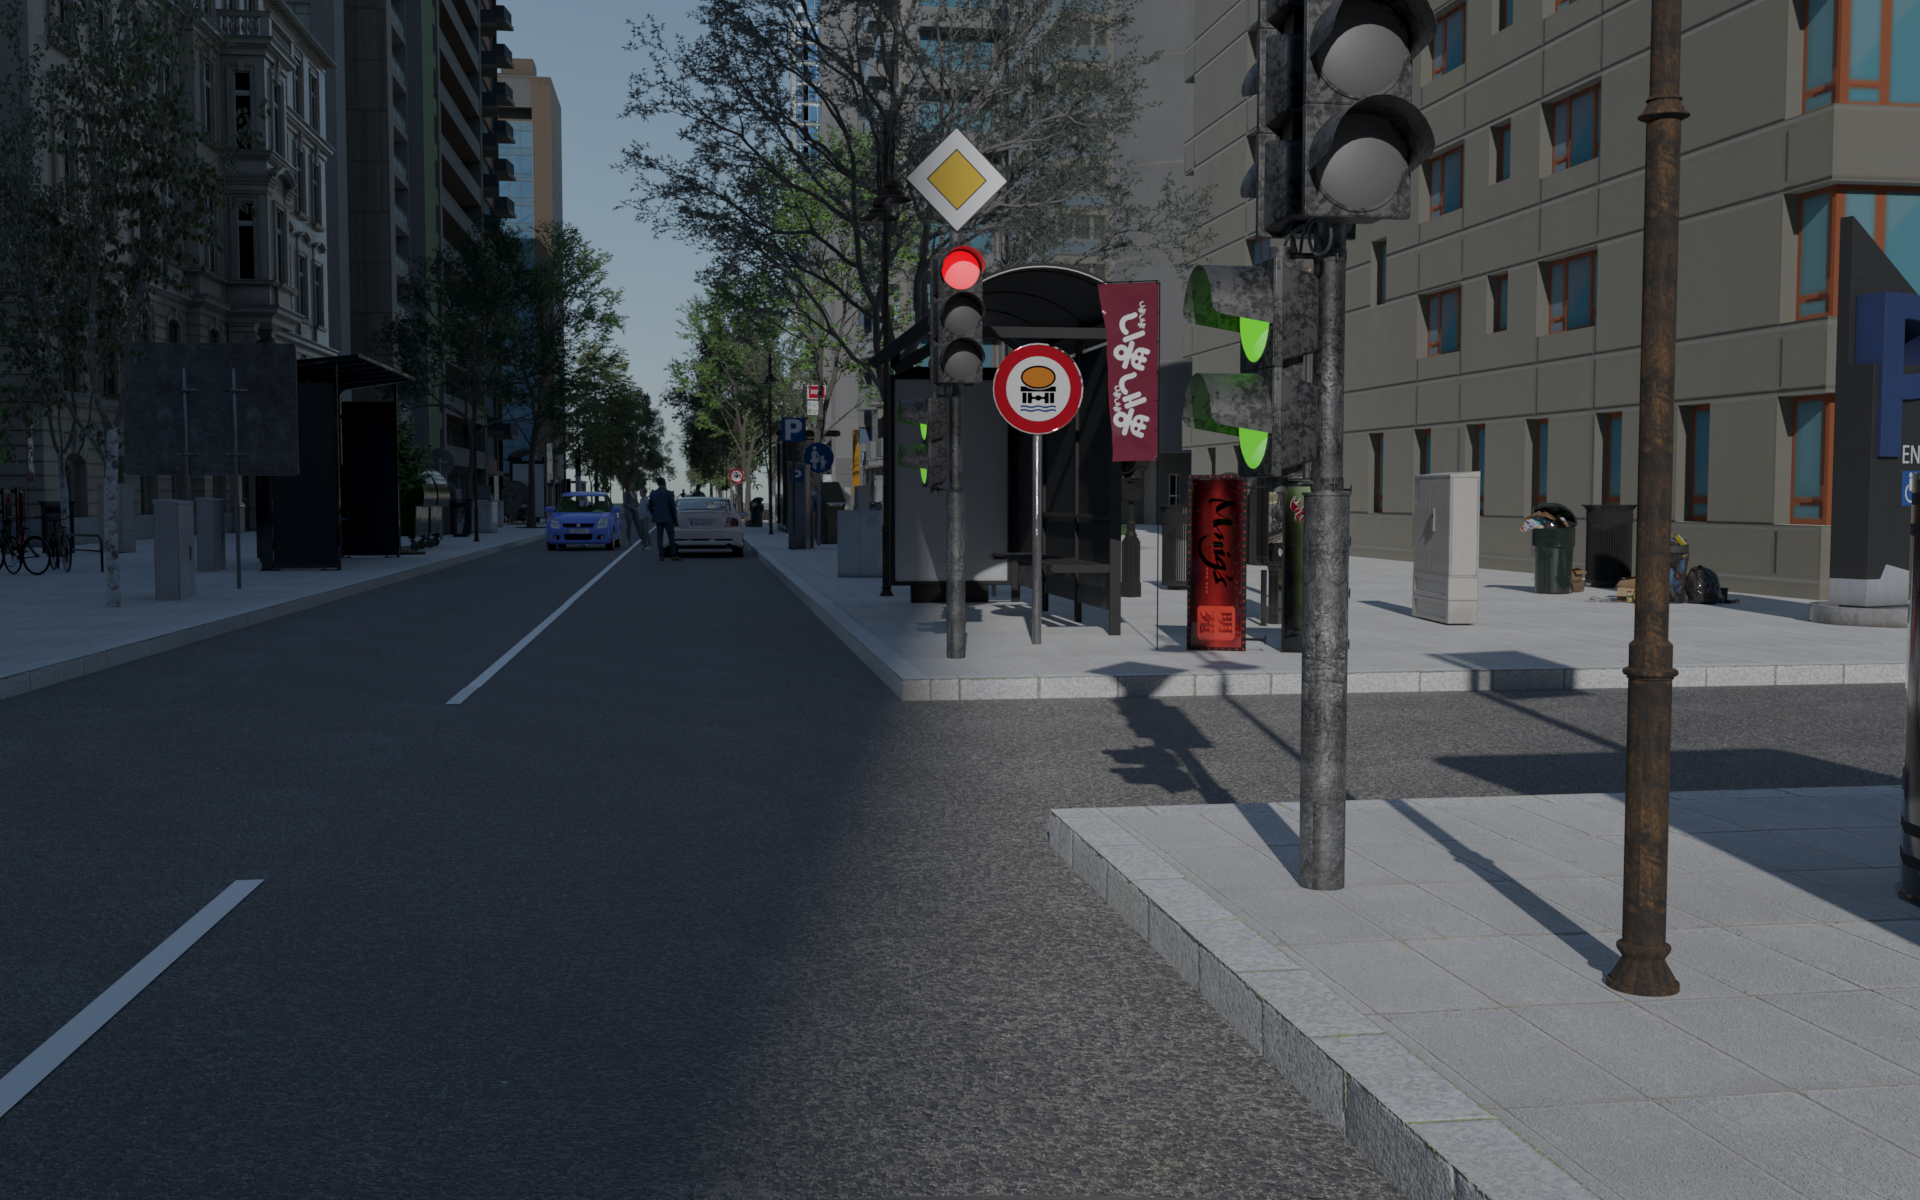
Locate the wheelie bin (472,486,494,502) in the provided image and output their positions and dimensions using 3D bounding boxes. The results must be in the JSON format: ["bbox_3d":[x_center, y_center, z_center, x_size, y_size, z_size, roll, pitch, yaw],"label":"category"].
[{"bbox_3d":[-17.859,-3.475,64.725,0.980,1.594,0.693,0,4,-3],"label":"wheelie bin"}]

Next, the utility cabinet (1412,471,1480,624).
[{"bbox_3d":[4.862,-0.533,17.401,0.318,1.500,1.173,0,4,-2],"label":"utility cabinet"}]

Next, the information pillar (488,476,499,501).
[{"bbox_3d":[-18.739,-3.981,69.574,0.304,2.012,0.304,1,4,17],"label":"information pillar"}]

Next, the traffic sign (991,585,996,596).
[{"bbox_3d":[0.426,-1.328,21.716,0.884,2.594,0.081,0,4,-5],"label":"traffic sign"}]

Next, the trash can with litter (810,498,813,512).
[{"bbox_3d":[-4.514,-2.388,50.439,0.624,1.170,1.055,1,4,16],"label":"trash can with litter"}]

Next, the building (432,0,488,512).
[{"bbox_3d":[-41.888,-29.593,107.555,21.300,48.544,21.600,-1,4,-9],"label":"building"}]

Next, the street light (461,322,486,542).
[{"bbox_3d":[-13.066,-4.517,46.636,0.468,5.910,1.993,-1,4,-9],"label":"street light"}]

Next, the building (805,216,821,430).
[{"bbox_3d":[-5.635,-31.393,205.164,32.217,40.220,23.993,-1,4,-9],"label":"building"}]

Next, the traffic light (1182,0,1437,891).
[{"bbox_3d":[1.165,-1.017,5.553,0.839,4.253,0.868,-1,4,-9],"label":"traffic light"}]

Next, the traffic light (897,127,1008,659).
[{"bbox_3d":[-0.051,-1.500,13.445,0.839,4.253,0.868,-1,4,-9],"label":"traffic light"}]

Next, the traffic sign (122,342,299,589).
[{"bbox_3d":[-10.089,-1.802,23.344,2.265,3.308,0.079,0,4,-5],"label":"traffic sign"}]

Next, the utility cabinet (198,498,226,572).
[{"bbox_3d":[-12.547,-1.093,29.034,0.306,1.237,1.020,-1,4,-14],"label":"utility cabinet"}]

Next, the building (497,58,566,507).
[{"bbox_3d":[-49.206,-32.531,181.993,14.600,45.320,14.200,-1,4,-9],"label":"building"}]

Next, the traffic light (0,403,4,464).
[{"bbox_3d":[-7.324,-1.431,12.313,0.839,4.253,0.868,-1,4,-9],"label":"traffic light"}]

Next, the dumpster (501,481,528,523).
[{"bbox_3d":[-19.193,-4.235,75.007,1.264,1.857,1.865,-1,4,-9],"label":"dumpster"}]

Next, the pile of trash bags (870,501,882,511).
[{"bbox_3d":[-1.669,-2.385,48.741,1.912,1.369,3.447,1,4,19],"label":"pile of trash bags"}]

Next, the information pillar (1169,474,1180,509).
[{"bbox_3d":[7.796,-3.581,63.046,0.304,2.012,0.304,2,4,28],"label":"information pillar"}]

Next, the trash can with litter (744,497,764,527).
[{"bbox_3d":[-8.026,-3.403,67.027,0.624,1.170,1.055,-3,4,-38],"label":"trash can with litter"}]

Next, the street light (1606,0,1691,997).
[{"bbox_3d":[1.776,-1.929,4.326,0.468,5.910,1.993,-1,4,-9],"label":"street light"}]

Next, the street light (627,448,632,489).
[{"bbox_3d":[-29.731,-11.135,154.851,0.468,5.910,1.993,-1,4,-9],"label":"street light"}]

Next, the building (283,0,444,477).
[{"bbox_3d":[-35.630,-24.901,90.720,14.154,41.232,14.086,-1,4,-9],"label":"building"}]

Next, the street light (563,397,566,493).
[{"bbox_3d":[-18.112,-6.517,79.339,0.468,5.910,1.993,-1,4,-9],"label":"street light"}]

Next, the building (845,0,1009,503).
[{"bbox_3d":[4.934,-30.242,114.058,23.786,49.044,30.456,-1,4,-9],"label":"building"}]

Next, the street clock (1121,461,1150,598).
[{"bbox_3d":[2.127,-1.037,21.519,0.358,2.002,0.471,-3,4,-37],"label":"street clock"}]

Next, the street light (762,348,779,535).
[{"bbox_3d":[-5.993,-5.014,54.763,0.468,5.910,1.993,-1,4,-9],"label":"street light"}]

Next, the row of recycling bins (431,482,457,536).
[{"bbox_3d":[-16.415,-2.873,54.089,1.069,1.692,3.534,0,4,-8],"label":"row of recycling bins"}]

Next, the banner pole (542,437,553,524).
[{"bbox_3d":[-17.886,-5.211,75.210,0.401,3.779,0.863,-3,5,-42],"label":"banner pole"}]

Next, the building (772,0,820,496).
[{"bbox_3d":[-13.923,-56.183,231.261,22.319,86.520,31.000,-1,4,-9],"label":"building"}]

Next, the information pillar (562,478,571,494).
[{"bbox_3d":[-18.548,-4.723,81.719,0.304,2.012,0.304,-3,5,-44],"label":"information pillar"}]

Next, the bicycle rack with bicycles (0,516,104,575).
[{"bbox_3d":[-15.320,-0.905,28.179,2.925,0.926,2.852,3,5,42],"label":"bicycle rack with bicycles"}]

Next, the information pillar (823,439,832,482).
[{"bbox_3d":[-5.699,-5.055,74.009,0.504,3.616,0.183,1,4,12],"label":"information pillar"}]

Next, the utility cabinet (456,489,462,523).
[{"bbox_3d":[-21.860,-4.049,74.877,0.318,1.500,1.173,0,4,1],"label":"utility cabinet"}]

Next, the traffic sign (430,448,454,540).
[{"bbox_3d":[-14.348,-2.920,47.844,0.768,2.556,0.104,0,4,-3],"label":"traffic sign"}]

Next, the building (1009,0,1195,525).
[{"bbox_3d":[15.365,-23.697,79.333,32.217,40.220,23.993,-1,4,-9],"label":"building"}]

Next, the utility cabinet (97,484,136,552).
[{"bbox_3d":[-18.517,-1.796,38.049,1.173,1.500,0.318,3,5,41],"label":"utility cabinet"}]

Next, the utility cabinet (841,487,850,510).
[{"bbox_3d":[-3.882,-2.763,53.856,0.318,1.500,1.173,3,4,38],"label":"utility cabinet"}]

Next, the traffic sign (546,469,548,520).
[{"bbox_3d":[-20.615,-5.277,86.380,0.768,2.556,0.104,0,4,-7],"label":"traffic sign"}]

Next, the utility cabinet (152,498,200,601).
[{"bbox_3d":[-9.648,-0.620,21.299,0.306,1.237,1.020,-1,4,-14],"label":"utility cabinet"}]

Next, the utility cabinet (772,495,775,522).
[{"bbox_3d":[-8.312,-4.259,80.799,1.020,1.237,0.306,-2,4,-28],"label":"utility cabinet"}]

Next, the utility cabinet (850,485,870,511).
[{"bbox_3d":[-2.312,-1.955,40.641,0.318,1.500,1.173,0,4,-7],"label":"utility cabinet"}]

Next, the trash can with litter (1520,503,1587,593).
[{"bbox_3d":[7.749,-0.681,22.519,0.624,1.170,1.055,3,4,37],"label":"trash can with litter"}]

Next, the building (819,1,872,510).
[{"bbox_3d":[-1.002,-36.727,142.481,21.231,58.520,28.212,-1,4,-9],"label":"building"}]

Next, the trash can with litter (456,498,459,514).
[{"bbox_3d":[-17.968,-2.988,60.242,1.055,1.170,0.624,1,4,21],"label":"trash can with litter"}]

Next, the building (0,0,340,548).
[{"bbox_3d":[-29.509,-14.529,56.634,14.460,24.649,34.723,-1,4,-9],"label":"building"}]

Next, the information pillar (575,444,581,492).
[{"bbox_3d":[-17.861,-5.486,81.050,0.183,3.616,0.504,-3,4,-36],"label":"information pillar"}]

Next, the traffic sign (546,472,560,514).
[{"bbox_3d":[-20.136,-5.161,85.575,0.795,2.450,0.064,0,4,-8],"label":"traffic sign"}]

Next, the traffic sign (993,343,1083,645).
[{"bbox_3d":[0.657,-0.894,14.724,0.768,2.556,0.104,0,4,-4],"label":"traffic sign"}]

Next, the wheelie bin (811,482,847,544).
[{"bbox_3d":[-3.395,-2.237,44.484,0.980,1.594,0.693,-3,4,-37],"label":"wheelie bin"}]

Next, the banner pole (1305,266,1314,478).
[{"bbox_3d":[3.882,-1.795,19.365,0.401,3.779,0.863,1,4,11],"label":"banner pole"}]

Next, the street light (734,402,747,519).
[{"bbox_3d":[-11.013,-7.012,87.438,0.468,5.910,1.993,-1,4,-9],"label":"street light"}]

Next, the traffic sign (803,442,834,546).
[{"bbox_3d":[-3.485,-2.604,42.687,0.768,2.556,0.104,0,4,-3],"label":"traffic sign"}]

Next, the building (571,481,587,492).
[{"bbox_3d":[-65.225,-32.542,223.944,32.217,40.220,23.993,-1,4,-9],"label":"building"}]

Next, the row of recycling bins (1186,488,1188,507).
[{"bbox_3d":[7.881,-2.653,50.494,1.069,1.692,3.534,-2,4,-32],"label":"row of recycling bins"}]

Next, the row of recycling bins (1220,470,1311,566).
[{"bbox_3d":[5.576,-1.498,31.597,1.069,1.692,3.534,-1,4,-22],"label":"row of recycling bins"}]

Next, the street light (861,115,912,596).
[{"bbox_3d":[-0.925,-2.988,21.640,0.468,5.910,1.993,-1,4,-9],"label":"street light"}]

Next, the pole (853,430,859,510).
[{"bbox_3d":[-3.295,-3.735,54.911,0.158,3.312,0.155,0,3,0],"label":"pole"}]

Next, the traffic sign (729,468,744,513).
[{"bbox_3d":[-11.024,-5.225,85.534,0.768,2.556,0.104,0,4,-2],"label":"traffic sign"}]

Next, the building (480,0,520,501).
[{"bbox_3d":[-45.999,-29.229,132.522,22.147,44.769,28.867,-1,4,-9],"label":"building"}]

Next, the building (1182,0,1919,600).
[{"bbox_3d":[22.535,-11.682,36.046,28.899,21.520,27.650,-1,4,-9],"label":"building"}]
